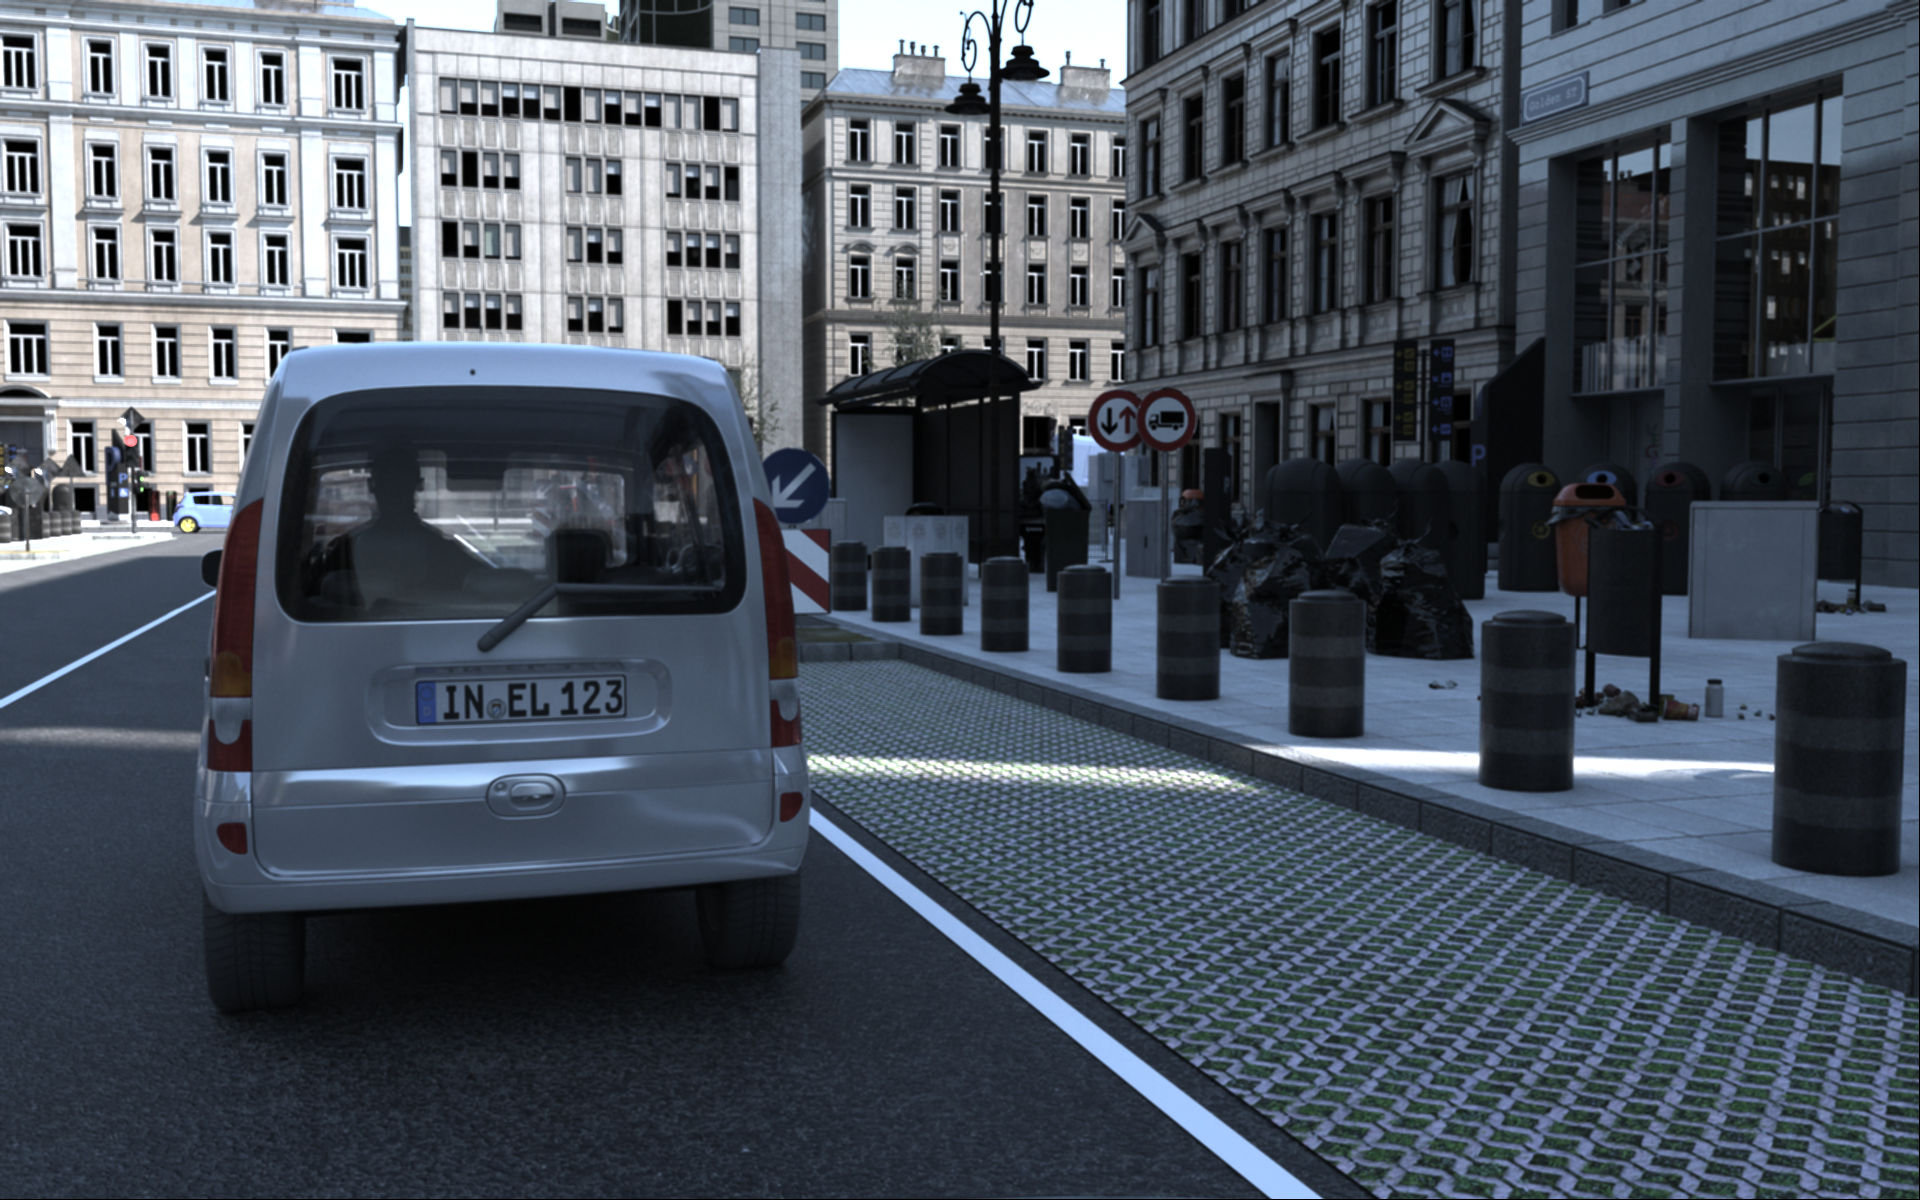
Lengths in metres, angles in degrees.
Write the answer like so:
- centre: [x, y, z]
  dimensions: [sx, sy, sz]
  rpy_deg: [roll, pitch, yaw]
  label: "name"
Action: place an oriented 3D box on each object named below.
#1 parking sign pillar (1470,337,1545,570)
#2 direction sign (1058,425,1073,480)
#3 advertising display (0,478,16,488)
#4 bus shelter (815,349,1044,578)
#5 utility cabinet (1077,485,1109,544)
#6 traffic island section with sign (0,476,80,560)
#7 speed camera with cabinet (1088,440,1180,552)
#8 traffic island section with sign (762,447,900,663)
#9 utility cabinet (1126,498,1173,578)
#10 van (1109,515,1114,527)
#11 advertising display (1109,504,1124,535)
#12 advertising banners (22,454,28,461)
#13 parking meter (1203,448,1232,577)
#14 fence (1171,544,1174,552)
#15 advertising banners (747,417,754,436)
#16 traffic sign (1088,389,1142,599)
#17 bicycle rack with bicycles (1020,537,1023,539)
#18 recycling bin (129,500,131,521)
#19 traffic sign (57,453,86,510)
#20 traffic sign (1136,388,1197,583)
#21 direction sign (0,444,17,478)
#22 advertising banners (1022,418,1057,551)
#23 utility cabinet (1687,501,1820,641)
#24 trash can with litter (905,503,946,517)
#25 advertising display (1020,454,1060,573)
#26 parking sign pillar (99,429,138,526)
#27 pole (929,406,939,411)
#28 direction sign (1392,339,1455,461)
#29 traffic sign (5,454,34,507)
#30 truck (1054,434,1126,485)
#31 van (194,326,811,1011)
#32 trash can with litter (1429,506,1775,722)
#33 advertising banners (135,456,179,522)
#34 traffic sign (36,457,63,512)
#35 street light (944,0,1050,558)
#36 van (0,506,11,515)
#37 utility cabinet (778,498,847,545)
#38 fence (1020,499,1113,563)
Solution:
- centre: [9.346, -2.517, 29.622]
  dimensions: [1.447, 3.967, 1.447]
  rpy_deg: [-2, 4, -28]
  label: "parking sign pillar"
- centre: [3.497, -3.996, 57.339]
  dimensions: [0.379, 3.537, 0.876]
  rpy_deg: [3, 4, 36]
  label: "direction sign"
- centre: [-38.963, -4.001, 70.630]
  dimensions: [0.974, 1.923, 0.123]
  rpy_deg: [-2, 4, -26]
  label: "advertising display"
- centre: [-0.630, -2.014, 26.852]
  dimensions: [2.014, 3.302, 5.546]
  rpy_deg: [-1, 4, -18]
  label: "bus shelter"
- centre: [3.170, -2.160, 44.001]
  dimensions: [1.173, 1.500, 0.318]
  rpy_deg: [1, 4, 19]
  label: "utility cabinet"
- centre: [-20.565, -1.803, 38.107]
  dimensions: [1.989, 1.847, 2.006]
  rpy_deg: [-1, 4, -18]
  label: "traffic island section with sign"
- centre: [3.918, -2.726, 38.910]
  dimensions: [2.038, 3.252, 0.660]
  rpy_deg: [-1, 4, -19]
  label: "speed camera with cabinet"
- centre: [-1.754, -0.419, 15.480]
  dimensions: [1.989, 1.847, 2.006]
  rpy_deg: [-1, 4, -18]
  label: "traffic island section with sign"
- centre: [2.910, -0.957, 26.806]
  dimensions: [0.306, 1.237, 1.020]
  rpy_deg: [-1, 4, -21]
  label: "utility cabinet"
- centre: [8.265, -4.289, 74.508]
  dimensions: [5.245, 2.365, 2.240]
  rpy_deg: [-1, 4, -17]
  label: "van"
- centre: [5.171, -3.016, 54.527]
  dimensions: [0.974, 1.923, 0.123]
  rpy_deg: [2, 4, 27]
  label: "advertising display"
- centre: [-41.787, -4.931, 76.813]
  dimensions: [2.074, 3.025, 0.090]
  rpy_deg: [3, 4, 38]
  label: "advertising banners"
- centre: [3.279, -1.000, 22.053]
  dimensions: [0.255, 1.863, 0.399]
  rpy_deg: [2, 4, 30]
  label: "parking meter"
- centre: [5.067, -1.358, 37.574]
  dimensions: [0.278, 0.683, 2.069]
  rpy_deg: [-1, 4, -18]
  label: "fence"
- centre: [-4.531, -2.677, 39.965]
  dimensions: [0.090, 3.025, 2.074]
  rpy_deg: [1, 4, 20]
  label: "advertising banners"
- centre: [1.910, -1.282, 21.068]
  dimensions: [0.768, 2.556, 0.104]
  rpy_deg: [-1, 4, -11]
  label: "traffic sign"
- centre: [2.366, -2.142, 48.397]
  dimensions: [2.852, 0.926, 2.925]
  rpy_deg: [3, 4, 38]
  label: "bicycle rack with bicycles"
- centre: [-37.629, -3.979, 77.615]
  dimensions: [0.722, 1.027, 0.722]
  rpy_deg: [-1, 4, -17]
  label: "recycling bin"
- centre: [-28.361, -3.382, 55.307]
  dimensions: [0.884, 2.594, 0.081]
  rpy_deg: [-1, 4, -11]
  label: "traffic sign"
- centre: [2.470, -1.271, 20.882]
  dimensions: [0.768, 2.556, 0.104]
  rpy_deg: [-1, 4, -13]
  label: "traffic sign"
- centre: [-43.443, -5.320, 78.980]
  dimensions: [0.876, 3.537, 0.379]
  rpy_deg: [0, 4, -5]
  label: "direction sign"
- centre: [1.830, -2.647, 39.463]
  dimensions: [0.090, 3.025, 2.074]
  rpy_deg: [2, 4, 25]
  label: "advertising banners"
- centre: [7.007, -0.255, 15.329]
  dimensions: [1.020, 1.237, 0.306]
  rpy_deg: [1, 4, 19]
  label: "utility cabinet"
- centre: [-0.506, -0.662, 22.216]
  dimensions: [0.624, 1.170, 1.055]
  rpy_deg: [0, 4, -5]
  label: "trash can with litter"
- centre: [1.219, -1.397, 28.062]
  dimensions: [0.123, 1.923, 0.974]
  rpy_deg: [-3, 5, -45]
  label: "advertising display"
- centre: [-34.466, -5.037, 70.828]
  dimensions: [1.447, 3.967, 1.447]
  rpy_deg: [3, 5, 44]
  label: "parking sign pillar"
- centre: [-0.560, -2.680, 37.657]
  dimensions: [0.158, 3.312, 0.155]
  rpy_deg: [0, 3, 0]
  label: "pole"
- centre: [6.810, -2.050, 25.517]
  dimensions: [0.876, 3.537, 0.379]
  rpy_deg: [2, 4, 26]
  label: "direction sign"
- centre: [-27.047, -2.976, 49.847]
  dimensions: [0.795, 2.450, 0.064]
  rpy_deg: [-1, 4, -10]
  label: "traffic sign"
- centre: [-1.047, -5.233, 75.321]
  dimensions: [18.799, 4.110, 2.967]
  rpy_deg: [-1, 4, -17]
  label: "truck"
- centre: [-1.739, 0.042, 6.327]
  dimensions: [2.013, 2.044, 4.112]
  rpy_deg: [-1, 4, -18]
  label: "van"
- centre: [3.827, 0.030, 10.561]
  dimensions: [1.678, 1.210, 2.233]
  rpy_deg: [-2, 4, -24]
  label: "trash can with litter"
- centre: [-37.336, -5.144, 80.298]
  dimensions: [2.074, 3.025, 0.090]
  rpy_deg: [0, 4, -7]
  label: "advertising banners"
- centre: [-28.483, -3.243, 54.204]
  dimensions: [0.795, 2.450, 0.064]
  rpy_deg: [-1, 4, -11]
  label: "traffic sign"
- centre: [0.309, -2.603, 15.347]
  dimensions: [0.468, 5.910, 1.993]
  rpy_deg: [-1, 4, -18]
  label: "street light"
- centre: [-34.917, -3.232, 59.847]
  dimensions: [4.112, 2.044, 2.013]
  rpy_deg: [-1, 4, -17]
  label: "van"
- centre: [-2.228, -0.914, 26.099]
  dimensions: [1.020, 1.237, 0.306]
  rpy_deg: [0, 4, -8]
  label: "utility cabinet"
- centre: [1.824, -1.337, 33.056]
  dimensions: [2.264, 1.192, 0.480]
  rpy_deg: [2, 4, 26]
  label: "fence"
